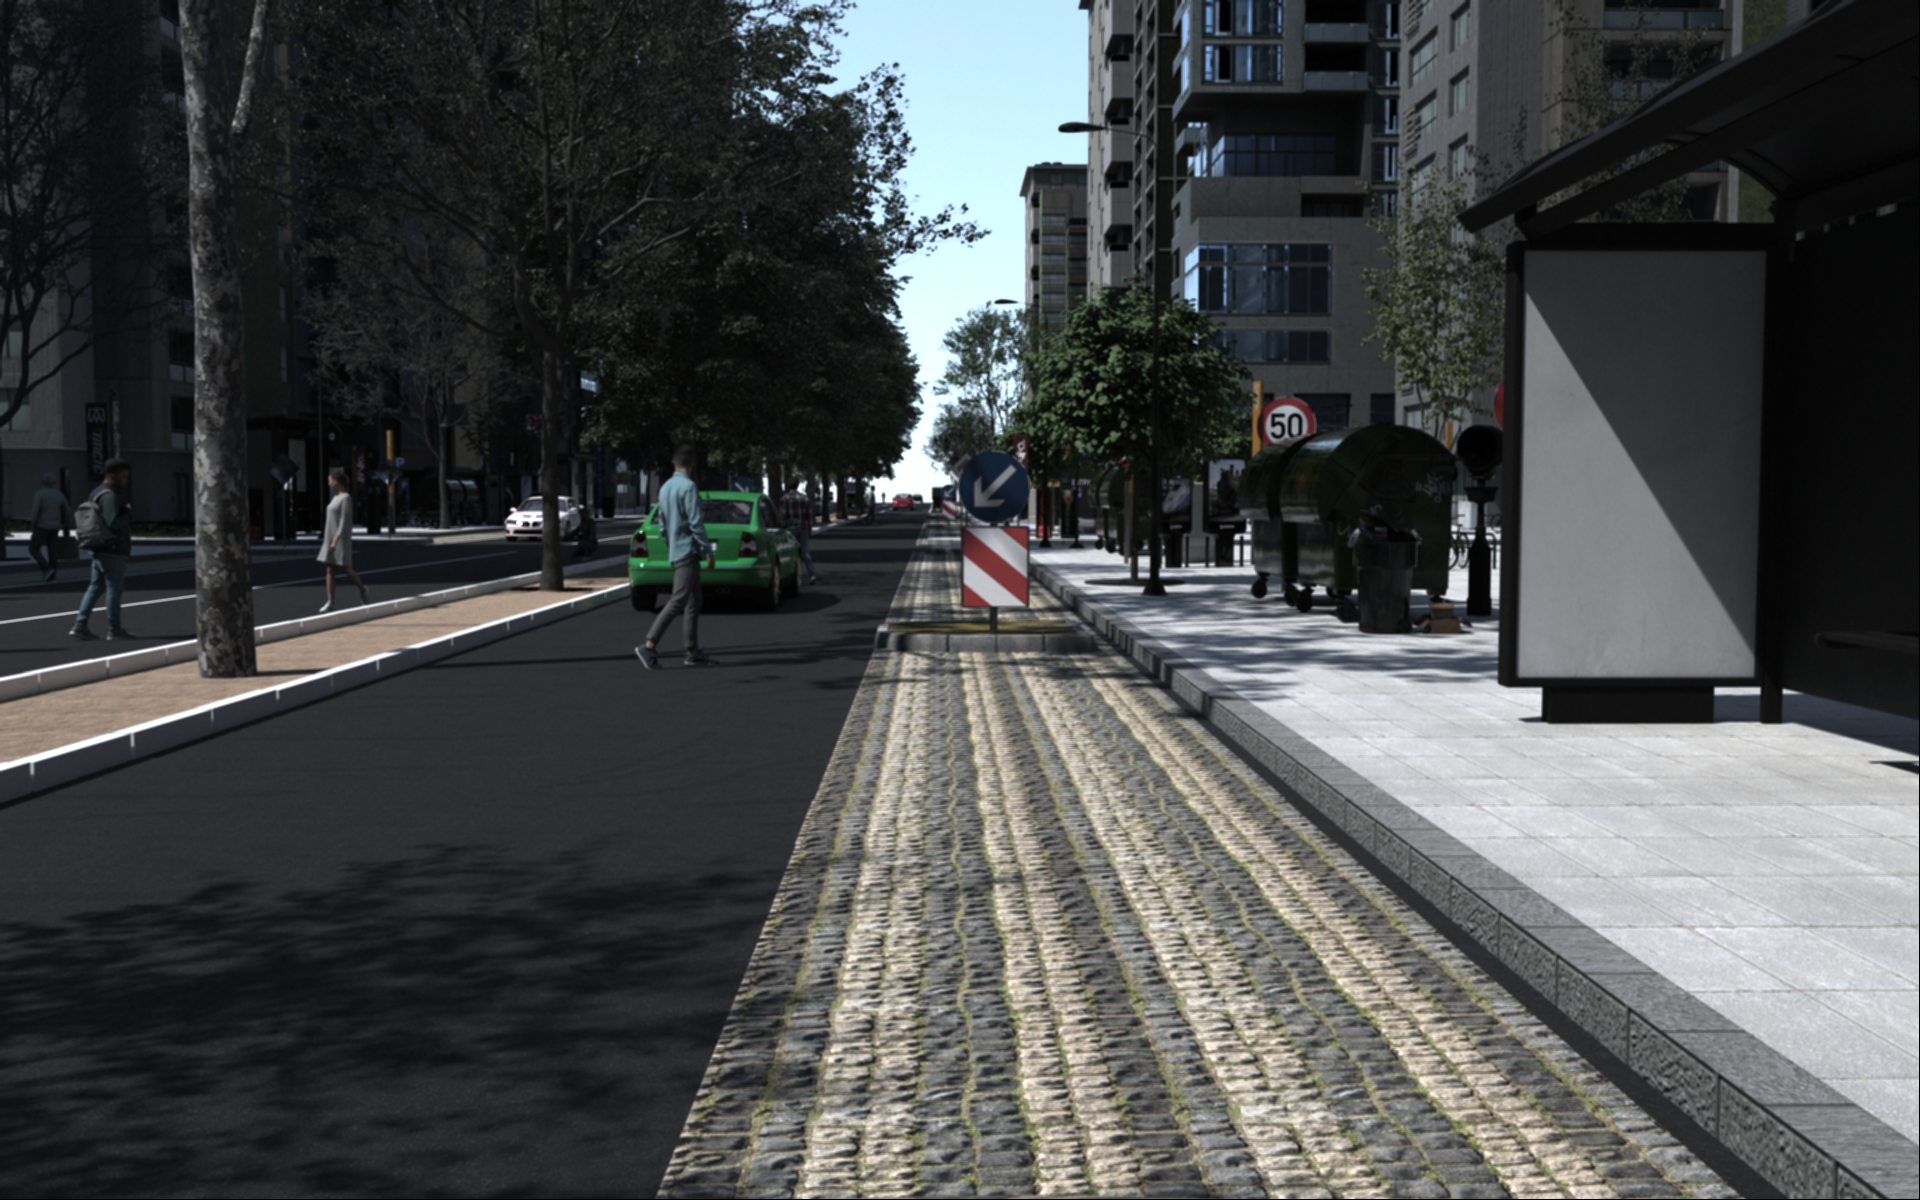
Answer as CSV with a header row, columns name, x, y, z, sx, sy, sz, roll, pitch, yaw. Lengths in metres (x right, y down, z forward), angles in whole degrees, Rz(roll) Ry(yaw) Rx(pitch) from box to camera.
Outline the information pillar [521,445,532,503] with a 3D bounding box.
name,x,y,z,sx,sy,sz,roll,pitch,yaw
information pillar,-20.599,-5.557,82.219,0.504,3.616,0.183,-2,4,-25

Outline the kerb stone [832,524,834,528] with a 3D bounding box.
name,x,y,z,sx,sy,sz,roll,pitch,yaw
kerb stone,-5.365,-2.978,70.890,0.120,0.150,1.000,0,4,-1

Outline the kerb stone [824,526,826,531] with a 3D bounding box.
name,x,y,z,sx,sy,sz,roll,pitch,yaw
kerb stone,-5.295,-2.662,65.762,0.120,0.150,1.000,0,4,-1

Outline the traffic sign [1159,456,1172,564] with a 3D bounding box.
name,x,y,z,sx,sy,sz,roll,pitch,yaw
traffic sign,3.668,-1.930,31.663,0.768,2.556,0.104,0,4,1

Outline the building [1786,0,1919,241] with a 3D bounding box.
name,x,y,z,sx,sy,sz,roll,pitch,yaw
building,20.910,-13.727,17.939,14.314,27.812,24.014,0,4,-1

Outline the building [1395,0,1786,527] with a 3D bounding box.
name,x,y,z,sx,sy,sz,roll,pitch,yaw
building,26.131,-23.548,68.601,14.086,41.232,14.154,0,4,-1

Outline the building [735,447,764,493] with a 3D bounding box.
name,x,y,z,sx,sy,sz,roll,pitch,yaw
building,-39.017,-36.166,274.902,14.154,41.232,14.086,0,4,-1

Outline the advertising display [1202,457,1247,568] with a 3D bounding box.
name,x,y,z,sx,sy,sz,roll,pitch,yaw
advertising display,4.638,-1.536,30.333,0.974,1.923,0.123,-3,4,-37

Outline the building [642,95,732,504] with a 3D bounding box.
name,x,y,z,sx,sy,sz,roll,pitch,yaw
building,-42.978,-42.215,232.211,21.231,58.520,28.212,0,4,-1

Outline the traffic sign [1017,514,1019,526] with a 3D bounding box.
name,x,y,z,sx,sy,sz,roll,pitch,yaw
traffic sign,1.928,-3.495,57.155,0.884,2.594,0.081,0,4,6

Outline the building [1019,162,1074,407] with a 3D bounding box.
name,x,y,z,sx,sy,sz,roll,pitch,yaw
building,24.151,-41.655,270.302,28.713,52.752,27.495,0,4,-1

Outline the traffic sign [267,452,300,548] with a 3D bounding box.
name,x,y,z,sx,sy,sz,roll,pitch,yaw
traffic sign,-16.186,-2.313,41.459,0.795,2.450,0.064,0,4,-1

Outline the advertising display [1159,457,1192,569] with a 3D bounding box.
name,x,y,z,sx,sy,sz,roll,pitch,yaw
advertising display,3.718,-1.522,30.106,0.123,1.923,0.974,3,5,41

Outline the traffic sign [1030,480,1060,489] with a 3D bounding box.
name,x,y,z,sx,sy,sz,roll,pitch,yaw
traffic sign,3.577,-4.182,62.255,2.265,3.308,0.079,0,4,8

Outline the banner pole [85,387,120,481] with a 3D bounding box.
name,x,y,z,sx,sy,sz,roll,pitch,yaw
banner pole,-20.683,-3.175,41.922,0.863,3.779,0.401,-2,4,-27

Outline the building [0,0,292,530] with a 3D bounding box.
name,x,y,z,sx,sy,sz,roll,pitch,yaw
building,-35.313,-23.370,65.691,14.154,41.232,14.086,0,4,-1

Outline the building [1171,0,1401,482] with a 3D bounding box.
name,x,y,z,sx,sy,sz,roll,pitch,yaw
building,21.231,-48.337,102.979,22.319,86.520,31.000,0,4,-1

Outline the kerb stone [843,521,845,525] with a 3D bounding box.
name,x,y,z,sx,sy,sz,roll,pitch,yaw
kerb stone,-5.475,-3.480,79.092,0.120,0.150,1.000,0,4,-1

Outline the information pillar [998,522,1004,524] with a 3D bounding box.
name,x,y,z,sx,sy,sz,roll,pitch,yaw
information pillar,1.681,-4.281,74.489,0.304,2.012,0.304,-3,4,-36

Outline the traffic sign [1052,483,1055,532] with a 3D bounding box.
name,x,y,z,sx,sy,sz,roll,pitch,yaw
traffic sign,3.178,-3.599,58.954,0.768,2.556,0.104,1,4,9

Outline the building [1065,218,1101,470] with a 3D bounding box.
name,x,y,z,sx,sy,sz,roll,pitch,yaw
building,17.949,-25.159,183.047,14.160,30.474,14.107,0,4,-1

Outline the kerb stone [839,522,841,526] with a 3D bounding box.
name,x,y,z,sx,sy,sz,roll,pitch,yaw
kerb stone,-5.437,-3.291,76.006,0.120,0.150,1.000,0,4,-1

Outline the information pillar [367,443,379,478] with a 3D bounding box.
name,x,y,z,sx,sy,sz,roll,pitch,yaw
information pillar,-26.710,-5.348,78.787,0.504,3.616,0.183,-2,4,-25

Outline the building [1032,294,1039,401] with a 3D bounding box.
name,x,y,z,sx,sy,sz,roll,pitch,yaw
building,17.228,-29.231,249.632,14.160,30.474,14.107,0,4,-1

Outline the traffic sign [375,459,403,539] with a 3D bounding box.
name,x,y,z,sx,sy,sz,roll,pitch,yaw
traffic sign,-16.296,-2.801,49.444,0.795,2.450,0.064,0,4,-1

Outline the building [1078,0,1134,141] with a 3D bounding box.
name,x,y,z,sx,sy,sz,roll,pitch,yaw
building,26.348,-34.977,161.111,28.713,52.752,27.495,0,4,-1

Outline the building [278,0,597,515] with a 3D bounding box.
name,x,y,z,sx,sy,sz,roll,pitch,yaw
building,-41.771,-29.590,138.418,22.147,44.769,28.867,0,4,-1

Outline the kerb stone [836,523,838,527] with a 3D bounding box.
name,x,y,z,sx,sy,sz,roll,pitch,yaw
kerb stone,-5.402,-3.166,73.961,0.120,0.150,1.000,0,4,-1

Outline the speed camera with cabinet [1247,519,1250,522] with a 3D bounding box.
name,x,y,z,sx,sy,sz,roll,pitch,yaw
speed camera with cabinet,12.749,-4.990,75.917,0.660,3.252,2.038,0,4,2

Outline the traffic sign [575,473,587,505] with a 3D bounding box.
name,x,y,z,sx,sy,sz,roll,pitch,yaw
traffic sign,-18.503,-5.041,84.558,0.606,2.300,0.079,0,4,2

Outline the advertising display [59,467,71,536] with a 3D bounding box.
name,x,y,z,sx,sy,sz,roll,pitch,yaw
advertising display,-21.195,-2.192,41.047,0.123,1.923,0.974,-1,4,-22

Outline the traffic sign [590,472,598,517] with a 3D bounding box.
name,x,y,z,sx,sy,sz,roll,pitch,yaw
traffic sign,-20.459,-5.864,95.982,0.768,2.556,0.104,0,4,4

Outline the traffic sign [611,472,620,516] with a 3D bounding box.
name,x,y,z,sx,sy,sz,roll,pitch,yaw
traffic sign,-19.733,-6.086,99.614,0.768,2.556,0.104,0,4,7

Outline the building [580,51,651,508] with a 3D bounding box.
name,x,y,z,sx,sy,sz,roll,pitch,yaw
building,-42.015,-52.254,167.021,22.319,86.520,31.000,0,4,-1

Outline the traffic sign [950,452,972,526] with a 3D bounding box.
name,x,y,z,sx,sy,sz,roll,pitch,yaw
traffic sign,0.157,-2.325,41.663,0.795,2.450,0.064,0,4,-1

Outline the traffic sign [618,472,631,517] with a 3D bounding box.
name,x,y,z,sx,sy,sz,roll,pitch,yaw
traffic sign,-18.989,-5.988,98.010,0.768,2.556,0.104,0,4,3

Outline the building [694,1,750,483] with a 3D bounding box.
name,x,y,z,sx,sy,sz,roll,pitch,yaw
building,-42.010,-50.028,256.205,20.563,71.187,20.611,0,4,-1

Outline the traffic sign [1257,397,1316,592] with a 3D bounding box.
name,x,y,z,sx,sy,sz,roll,pitch,yaw
traffic sign,4.274,-1.384,22.736,0.768,2.556,0.104,1,4,8

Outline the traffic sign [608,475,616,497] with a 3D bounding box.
name,x,y,z,sx,sy,sz,roll,pitch,yaw
traffic sign,-22.198,-6.780,110.959,0.768,2.556,0.104,0,4,3

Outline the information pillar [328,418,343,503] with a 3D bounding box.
name,x,y,z,sx,sy,sz,roll,pitch,yaw
information pillar,-19.275,-3.801,53.495,0.504,3.616,0.183,1,4,21

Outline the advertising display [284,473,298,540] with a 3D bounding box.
name,x,y,z,sx,sy,sz,roll,pitch,yaw
advertising display,-18.957,-2.681,49.054,0.123,1.923,0.974,-2,4,-35

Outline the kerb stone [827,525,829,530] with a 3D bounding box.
name,x,y,z,sx,sy,sz,roll,pitch,yaw
kerb stone,-5.318,-2.790,67.807,0.120,0.150,1.000,0,4,-1

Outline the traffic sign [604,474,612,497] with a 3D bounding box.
name,x,y,z,sx,sy,sz,roll,pitch,yaw
traffic sign,-22.480,-6.799,111.275,0.768,2.556,0.104,0,4,3

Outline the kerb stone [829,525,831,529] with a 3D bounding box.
name,x,y,z,sx,sy,sz,roll,pitch,yaw
kerb stone,-5.335,-2.849,68.833,0.120,0.150,1.000,0,4,-1

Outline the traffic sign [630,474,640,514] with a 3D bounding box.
name,x,y,z,sx,sy,sz,roll,pitch,yaw
traffic sign,-20.885,-6.790,111.130,0.768,2.556,0.104,0,4,3

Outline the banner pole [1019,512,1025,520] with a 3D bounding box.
name,x,y,z,sx,sy,sz,roll,pitch,yaw
banner pole,2.814,-5.880,86.147,0.863,3.779,0.401,2,4,30

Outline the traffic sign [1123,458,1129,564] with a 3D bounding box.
name,x,y,z,sx,sy,sz,roll,pitch,yaw
traffic sign,3.070,-1.942,31.864,0.768,2.556,0.104,0,4,8

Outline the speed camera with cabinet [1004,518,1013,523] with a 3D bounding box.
name,x,y,z,sx,sy,sz,roll,pitch,yaw
speed camera with cabinet,2.189,-5.147,78.487,0.660,3.252,2.038,1,4,23

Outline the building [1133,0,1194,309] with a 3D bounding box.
name,x,y,z,sx,sy,sz,roll,pitch,yaw
building,22.850,-42.706,136.490,20.563,71.187,20.611,0,4,-1

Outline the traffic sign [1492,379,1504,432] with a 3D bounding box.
name,x,y,z,sx,sy,sz,roll,pitch,yaw
traffic sign,5.722,-1.061,17.457,0.768,2.556,0.104,0,3,0

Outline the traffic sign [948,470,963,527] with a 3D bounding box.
name,x,y,z,sx,sy,sz,roll,pitch,yaw
traffic sign,0.047,-2.814,49.647,0.795,2.450,0.064,0,4,-1

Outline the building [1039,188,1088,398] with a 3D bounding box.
name,x,y,z,sx,sy,sz,roll,pitch,yaw
building,17.613,-33.654,233.830,14.154,41.232,14.086,0,4,-1
